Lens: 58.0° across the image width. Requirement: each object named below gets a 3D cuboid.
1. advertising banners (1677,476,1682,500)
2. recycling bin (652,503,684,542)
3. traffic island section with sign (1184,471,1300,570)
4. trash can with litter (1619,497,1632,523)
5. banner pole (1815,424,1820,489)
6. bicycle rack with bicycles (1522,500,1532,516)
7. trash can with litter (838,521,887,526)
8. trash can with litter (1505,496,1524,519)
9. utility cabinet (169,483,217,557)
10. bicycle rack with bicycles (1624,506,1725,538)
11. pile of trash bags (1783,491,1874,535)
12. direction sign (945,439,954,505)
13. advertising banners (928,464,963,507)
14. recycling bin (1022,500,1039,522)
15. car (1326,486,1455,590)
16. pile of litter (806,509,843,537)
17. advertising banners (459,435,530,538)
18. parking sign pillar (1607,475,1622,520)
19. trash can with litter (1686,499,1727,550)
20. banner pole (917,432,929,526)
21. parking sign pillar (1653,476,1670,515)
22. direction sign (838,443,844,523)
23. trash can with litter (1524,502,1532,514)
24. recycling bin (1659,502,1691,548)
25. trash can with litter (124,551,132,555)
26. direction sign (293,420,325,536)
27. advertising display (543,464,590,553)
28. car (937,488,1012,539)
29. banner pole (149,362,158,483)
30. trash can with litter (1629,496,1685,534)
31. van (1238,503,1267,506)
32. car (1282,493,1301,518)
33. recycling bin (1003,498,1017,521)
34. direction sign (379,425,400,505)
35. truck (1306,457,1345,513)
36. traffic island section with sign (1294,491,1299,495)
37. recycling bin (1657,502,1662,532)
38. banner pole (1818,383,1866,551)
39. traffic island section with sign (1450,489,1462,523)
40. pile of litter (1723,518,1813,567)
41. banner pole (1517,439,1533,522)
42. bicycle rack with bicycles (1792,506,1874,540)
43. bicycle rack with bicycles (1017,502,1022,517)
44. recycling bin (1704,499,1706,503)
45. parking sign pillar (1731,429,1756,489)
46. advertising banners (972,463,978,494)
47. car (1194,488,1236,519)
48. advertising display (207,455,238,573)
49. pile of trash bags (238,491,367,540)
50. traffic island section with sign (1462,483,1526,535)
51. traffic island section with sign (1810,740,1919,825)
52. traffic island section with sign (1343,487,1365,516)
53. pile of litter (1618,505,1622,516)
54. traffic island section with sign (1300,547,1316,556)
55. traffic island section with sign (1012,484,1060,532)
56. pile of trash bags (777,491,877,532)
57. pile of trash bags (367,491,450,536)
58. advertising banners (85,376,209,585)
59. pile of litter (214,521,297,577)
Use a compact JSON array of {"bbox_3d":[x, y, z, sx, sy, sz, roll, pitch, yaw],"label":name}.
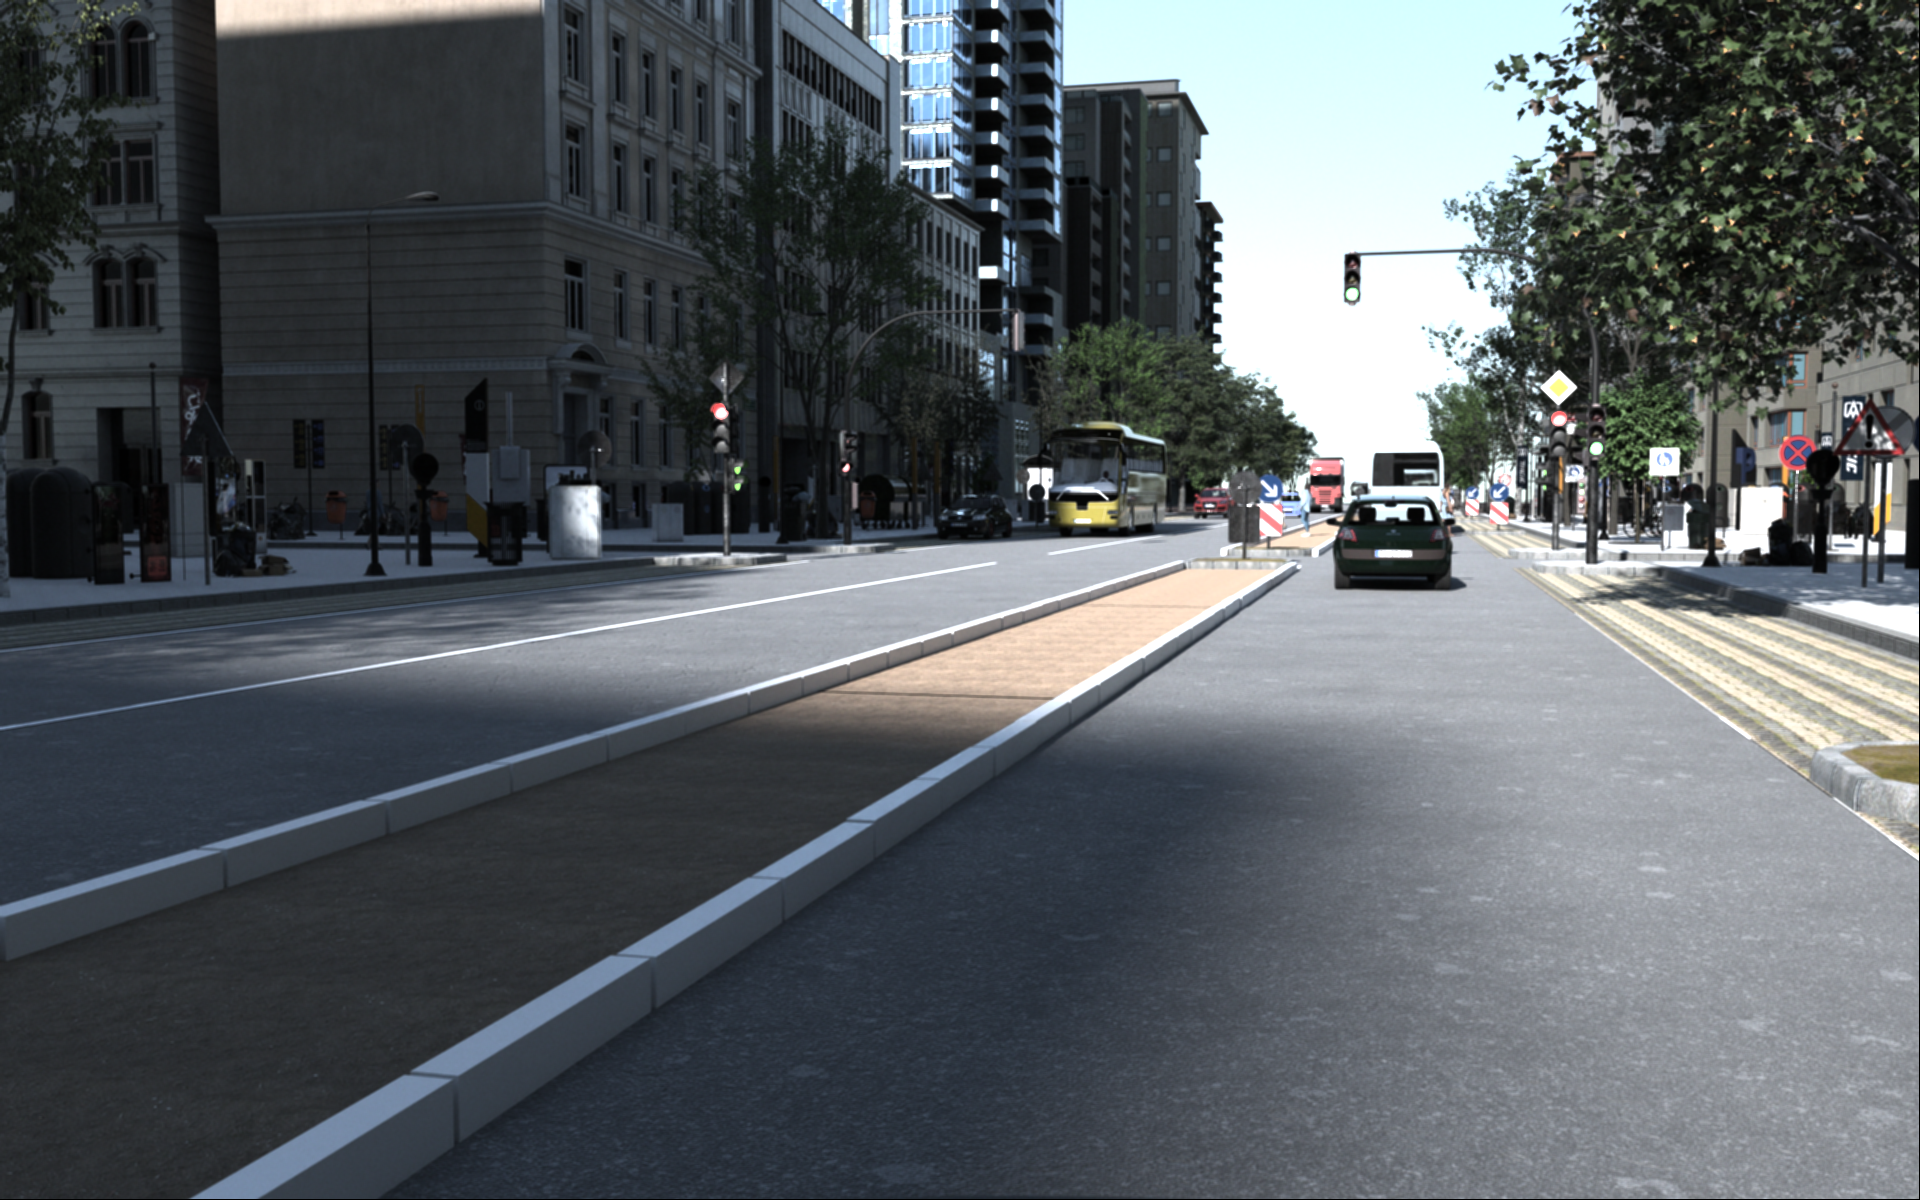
[{"bbox_3d":[30.620,-4.728,73.483,0.090,3.025,2.074,1,4,12],"label":"advertising banners"},{"bbox_3d":[-7.879,-2.086,46.663,0.722,1.027,0.722,-1,4,-22],"label":"recycling bin"},{"bbox_3d":[5.457,-1.556,33.584,2.006,1.907,1.989,1,4,14],"label":"traffic island section with sign"},{"bbox_3d":[29.917,-4.038,77.416,1.055,1.170,0.624,-3,5,-45],"label":"trash can with litter"},{"bbox_3d":[30.871,-4.405,62.037,0.401,3.779,0.863,-2,4,-28],"label":"banner pole"},{"bbox_3d":[33.444,-5.492,103.182,2.852,0.926,2.925,0,4,2],"label":"bicycle rack with bicycles"},{"bbox_3d":[-3.811,-3.584,69.657,2.233,1.210,1.678,0,4,-5],"label":"trash can with litter"},{"bbox_3d":[28.241,-4.725,88.642,0.624,1.170,1.055,0,4,-2],"label":"trash can with litter"},{"bbox_3d":[-15.682,-1.631,35.351,0.318,1.500,1.173,1,4,20],"label":"utility cabinet"},{"bbox_3d":[21.118,-2.314,51.221,2.925,0.926,2.852,0,4,1],"label":"bicycle rack with bicycles"},{"bbox_3d":[27.253,-2.772,55.080,3.447,1.369,1.912,-1,4,-14],"label":"pile of trash bags"},{"bbox_3d":[-0.437,-4.848,71.263,0.379,3.537,0.876,-1,4,-22],"label":"direction sign"},{"bbox_3d":[-0.841,-6.240,98.218,2.074,3.025,0.090,1,4,13],"label":"advertising banners"},{"bbox_3d":[3.344,-4.148,80.376,0.722,1.027,0.722,3,4,39],"label":"recycling bin"},{"bbox_3d":[6.781,-1.069,27.259,2.009,1.686,4.222,1,4,13],"label":"car"},{"bbox_3d":[-4.212,-2.338,52.195,1.176,0.858,1.719,-2,4,-29],"label":"pile of litter"},{"bbox_3d":[-13.570,-3.319,50.458,2.074,3.025,0.090,0,4,4],"label":"advertising banners"},{"bbox_3d":[32.797,-6.039,87.205,1.447,3.967,1.447,2,4,27],"label":"parking sign pillar"},{"bbox_3d":[17.268,-1.748,39.961,0.624,1.170,1.055,-1,4,-17],"label":"trash can with litter"},{"bbox_3d":[-1.586,-4.900,70.124,0.401,3.779,0.863,-3,4,-36],"label":"banner pole"},{"bbox_3d":[43.111,-7.194,106.098,1.447,3.967,1.447,1,4,9],"label":"parking sign pillar"},{"bbox_3d":[-5.199,-5.184,76.756,0.379,3.537,0.876,1,4,21],"label":"direction sign"},{"bbox_3d":[36.342,-6.037,110.094,1.055,1.170,0.624,2,4,34],"label":"trash can with litter"},{"bbox_3d":[17.136,-1.757,41.277,0.722,1.027,0.722,1,4,23],"label":"recycling bin"},{"bbox_3d":[-18.189,-1.525,35.990,1.678,1.210,2.233,2,4,27],"label":"trash can with litter"},{"bbox_3d":[-19.850,-3.723,52.864,0.876,3.537,0.379,-1,4,-14],"label":"direction sign"},{"bbox_3d":[-8.536,-1.983,37.635,0.974,1.923,0.123,0,4,-7],"label":"advertising display"},{"bbox_3d":[0.486,-2.807,55.680,2.009,1.686,4.222,1,4,14],"label":"car"},{"bbox_3d":[-15.406,-2.636,33.122,0.401,3.779,0.863,-2,4,-28],"label":"banner pole"},{"bbox_3d":[22.408,-2.704,55.276,2.233,1.210,1.678,0,4,1],"label":"trash can with litter"},{"bbox_3d":[20.489,-6.988,121.260,2.013,2.044,4.112,1,4,16],"label":"van"},{"bbox_3d":[20.024,-5.866,105.501,1.945,1.707,3.694,1,4,13],"label":"car"},{"bbox_3d":[2.308,-4.327,83.299,0.722,1.027,0.722,-1,4,-17],"label":"recycling bin"},{"bbox_3d":[-18.656,-3.958,56.708,0.876,3.537,0.379,2,4,28],"label":"direction sign"},{"bbox_3d":[28.303,-8.849,133.602,2.839,4.237,11.283,1,4,13],"label":"truck"},{"bbox_3d":[42.616,-12.878,219.190,1.989,1.847,2.006,1,4,14],"label":"traffic island section with sign"},{"bbox_3d":[23.648,-2.747,57.465,0.722,1.027,0.722,-1,4,-22],"label":"recycling bin"},{"bbox_3d":[19.862,-2.991,38.914,0.863,3.779,0.401,1,4,19],"label":"banner pole"},{"bbox_3d":[25.598,-4.796,87.035,1.989,1.847,2.006,1,4,14],"label":"traffic island section with sign"},{"bbox_3d":[14.581,-1.052,31.161,1.719,0.858,1.176,1,4,9],"label":"pile of litter"},{"bbox_3d":[25.763,-5.434,78.864,0.863,3.779,0.401,1,4,14],"label":"banner pole"},{"bbox_3d":[25.328,-2.246,50.106,2.852,0.926,2.925,3,5,39],"label":"bicycle rack with bicycles"},{"bbox_3d":[3.501,-5.212,98.593,2.852,0.926,2.925,3,5,41],"label":"bicycle rack with bicycles"},{"bbox_3d":[38.516,-4.674,88.968,0.722,1.027,0.722,-1,4,-19],"label":"recycling bin"},{"bbox_3d":[32.676,-5.123,72.229,1.447,3.967,1.447,-3,4,-38],"label":"parking sign pillar"},{"bbox_3d":[0.843,-6.091,95.771,0.090,3.025,2.074,0,4,-7],"label":"advertising banners"},{"bbox_3d":[15.136,-5.746,102.621,2.281,1.827,5.304,1,4,16],"label":"car"},{"bbox_3d":[-12.159,-1.430,28.587,0.123,1.923,0.974,0,4,-3],"label":"advertising display"},{"bbox_3d":[-18.857,-2.383,48.710,3.447,1.369,1.912,0,4,7],"label":"pile of trash bags"},{"bbox_3d":[18.819,-3.200,60.943,1.989,1.847,2.006,1,4,14],"label":"traffic island section with sign"},{"bbox_3d":[5.091,0.044,7.914,1.989,1.847,2.006,1,4,14],"label":"traffic island section with sign"},{"bbox_3d":[26.166,-6.444,113.500,2.006,1.907,1.989,1,4,14],"label":"traffic island section with sign"},{"bbox_3d":[36.997,-4.990,95.548,1.176,0.858,1.719,-2,4,-29],"label":"pile of litter"},{"bbox_3d":[7.325,-1.995,40.753,2.006,1.907,1.989,1,4,14],"label":"traffic island section with sign"},{"bbox_3d":[2.875,-3.499,65.839,1.989,1.847,2.006,1,4,14],"label":"traffic island section with sign"},{"bbox_3d":[-4.568,-3.031,59.316,3.447,1.369,1.912,0,4,-1],"label":"pile of trash bags"},{"bbox_3d":[-17.149,-2.691,53.752,3.447,1.369,1.912,2,4,30],"label":"pile of trash bags"},{"bbox_3d":[-11.770,-1.775,25.209,0.090,3.025,2.074,2,4,28],"label":"advertising banners"},{"bbox_3d":[-11.135,-0.828,27.501,1.176,0.858,1.719,1,4,20],"label":"pile of litter"}]
